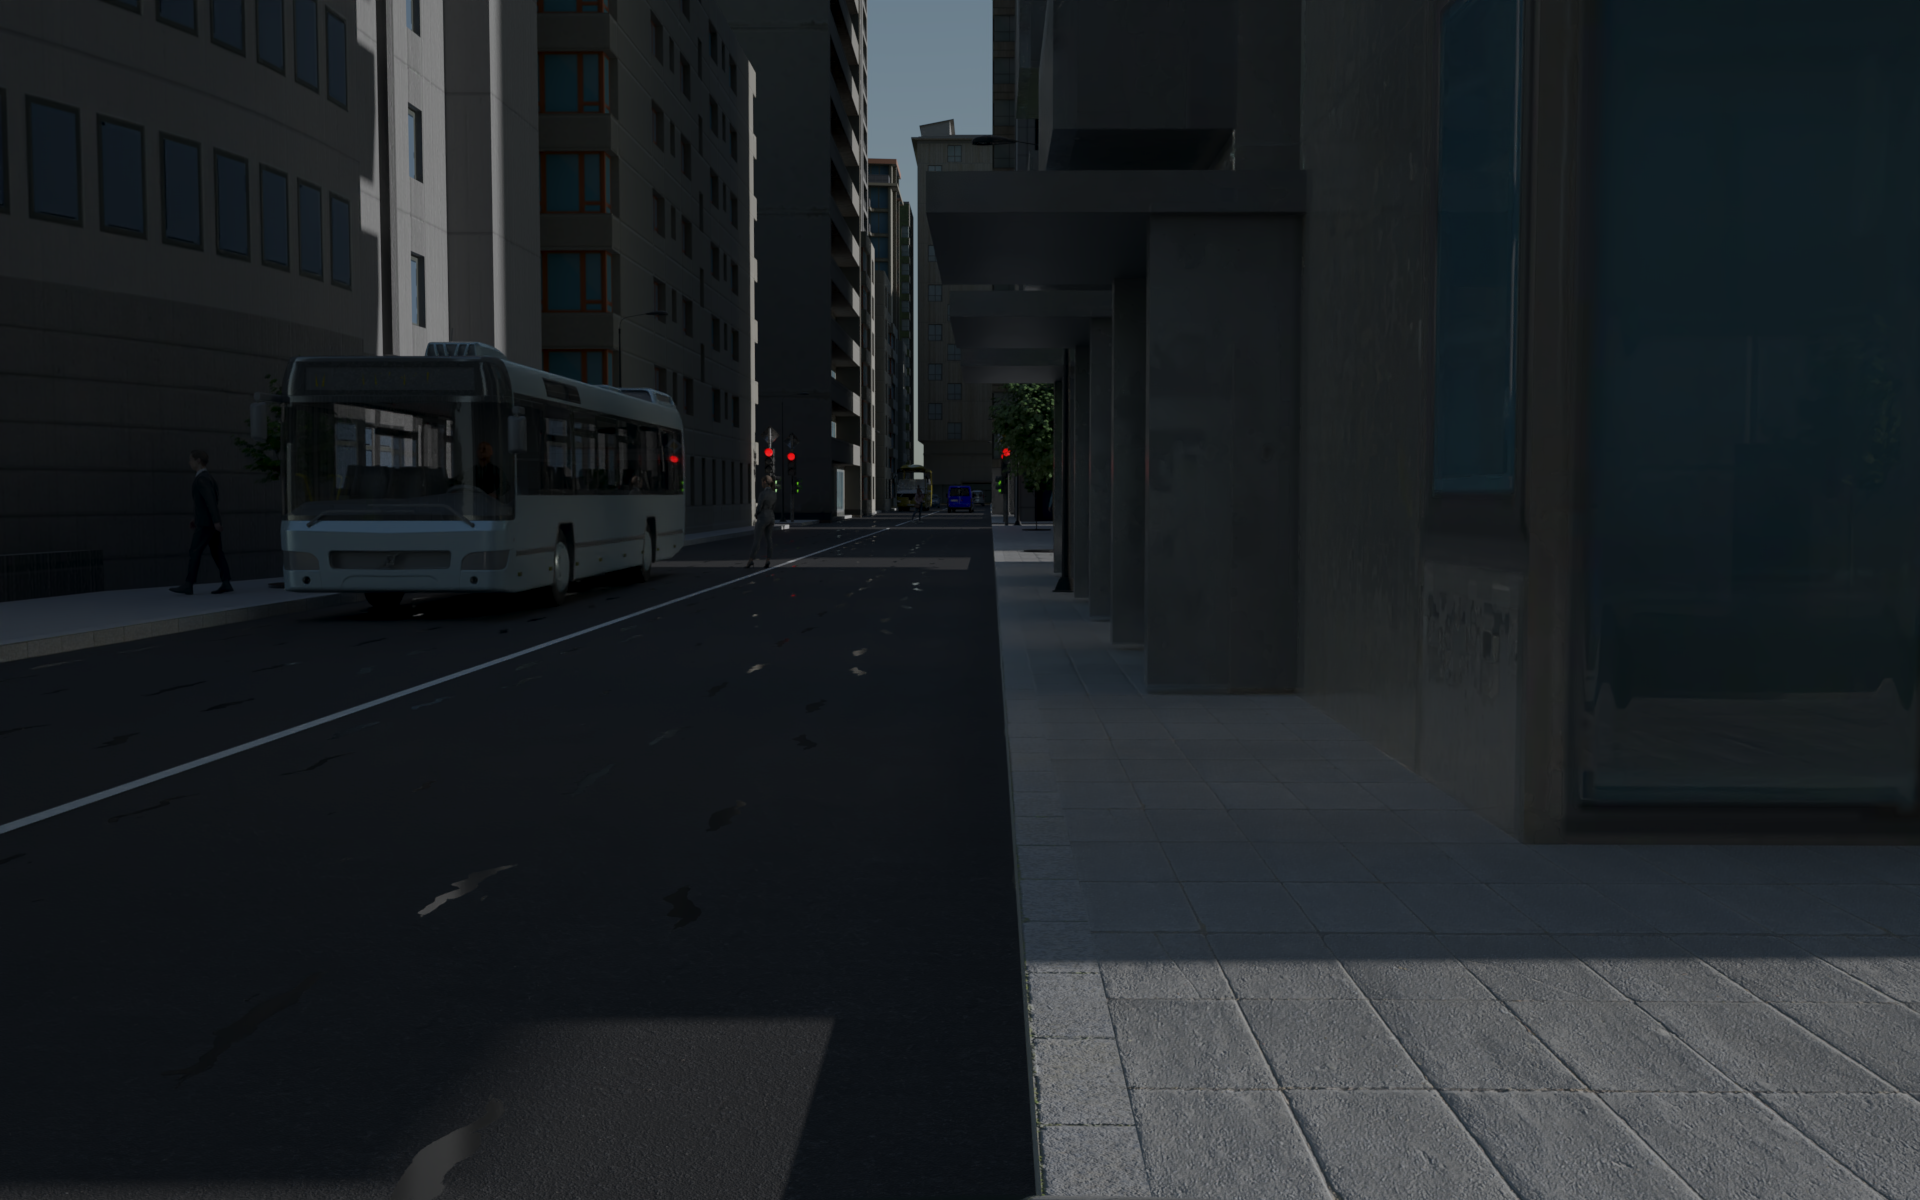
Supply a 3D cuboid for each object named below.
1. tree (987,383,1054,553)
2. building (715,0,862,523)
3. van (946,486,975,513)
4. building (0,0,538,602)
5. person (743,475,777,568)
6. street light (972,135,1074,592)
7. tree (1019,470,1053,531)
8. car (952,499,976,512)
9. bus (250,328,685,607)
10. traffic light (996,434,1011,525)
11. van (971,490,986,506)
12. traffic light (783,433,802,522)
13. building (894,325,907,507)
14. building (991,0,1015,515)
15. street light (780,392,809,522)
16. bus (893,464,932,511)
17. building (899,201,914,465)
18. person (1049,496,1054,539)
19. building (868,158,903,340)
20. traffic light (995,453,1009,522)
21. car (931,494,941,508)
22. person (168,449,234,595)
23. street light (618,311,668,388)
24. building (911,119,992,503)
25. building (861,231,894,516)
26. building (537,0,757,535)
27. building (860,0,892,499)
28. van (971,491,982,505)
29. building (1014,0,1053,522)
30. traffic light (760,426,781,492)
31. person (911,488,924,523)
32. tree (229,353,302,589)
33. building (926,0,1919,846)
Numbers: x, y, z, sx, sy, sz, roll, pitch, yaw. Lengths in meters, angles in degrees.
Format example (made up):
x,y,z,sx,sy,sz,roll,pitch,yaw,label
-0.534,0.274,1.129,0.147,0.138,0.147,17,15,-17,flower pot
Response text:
x,y,z,sx,sy,sz,roll,pitch,yaw,label
2.158,-3.350,38.482,4.285,4.588,4.351,0,3,0,tree
-16.856,-28.806,94.685,21.300,48.544,21.600,0,4,1,building
-0.006,-7.844,132.630,2.240,2.365,5.245,0,4,1,van
-20.851,-29.641,26.626,21.231,58.520,28.212,0,4,1,building
-3.866,-1.513,33.513,0.573,1.790,0.520,1,4,15,person
0.852,-3.061,22.584,1.470,5.913,1.316,0,4,1,street light
2.674,-4.048,60.779,1.663,3.219,1.824,0,3,0,tree
0.242,-7.736,138.486,2.014,1.417,4.499,0,4,1,car
-6.297,-1.835,24.868,2.948,3.499,13.247,0,4,0,bus
1.888,-5.010,70.827,0.839,4.253,0.868,0,4,1,traffic light
2.080,-12.050,204.021,2.013,2.044,4.112,0,4,2,van
-7.636,-5.507,78.959,0.839,4.253,0.868,0,4,1,traffic light
-20.312,-21.069,189.515,27.650,21.520,28.899,0,4,1,building
9.096,-26.203,112.017,14.154,41.232,14.086,0,4,1,building
-7.573,-6.526,79.234,1.470,5.913,1.316,0,4,1,street light
-3.888,-9.537,147.483,2.896,3.916,12.252,0,4,1,bus
-13.640,-34.283,244.118,14.086,41.232,14.154,0,4,1,building
2.838,-2.642,49.109,0.638,1.841,0.748,-1,4,-16,person
-20.278,-34.521,219.050,28.867,44.769,22.147,0,4,1,building
2.024,-5.498,78.810,0.839,4.253,0.868,0,4,1,traffic light
-2.920,-10.069,176.624,2.014,1.417,4.499,0,4,-1,car
-9.690,-0.995,22.095,0.755,1.850,0.659,0,4,-7,person
-8.089,-4.373,44.043,1.470,5.913,1.316,0,4,1,street light
7.316,-40.506,251.519,27.495,52.752,28.713,0,4,1,building
-19.756,-17.352,128.752,27.650,21.520,28.899,0,4,1,building
-23.058,-13.018,57.881,28.899,21.520,27.650,0,4,1,building
-17.004,-44.341,163.231,20.563,71.187,20.611,0,4,1,building
2.111,-13.393,225.993,2.013,2.044,4.112,0,4,1,van
13.147,-39.759,88.307,20.611,71.187,20.563,0,4,1,building
-7.772,-5.019,70.975,0.839,4.253,0.868,0,4,1,traffic light
-2.135,-4.739,86.579,0.643,1.750,0.593,2,4,30,person
-9.146,-1.787,23.815,1.663,3.219,1.824,0,3,0,tree
11.822,-24.340,17.567,23.786,49.044,30.456,0,4,1,building
